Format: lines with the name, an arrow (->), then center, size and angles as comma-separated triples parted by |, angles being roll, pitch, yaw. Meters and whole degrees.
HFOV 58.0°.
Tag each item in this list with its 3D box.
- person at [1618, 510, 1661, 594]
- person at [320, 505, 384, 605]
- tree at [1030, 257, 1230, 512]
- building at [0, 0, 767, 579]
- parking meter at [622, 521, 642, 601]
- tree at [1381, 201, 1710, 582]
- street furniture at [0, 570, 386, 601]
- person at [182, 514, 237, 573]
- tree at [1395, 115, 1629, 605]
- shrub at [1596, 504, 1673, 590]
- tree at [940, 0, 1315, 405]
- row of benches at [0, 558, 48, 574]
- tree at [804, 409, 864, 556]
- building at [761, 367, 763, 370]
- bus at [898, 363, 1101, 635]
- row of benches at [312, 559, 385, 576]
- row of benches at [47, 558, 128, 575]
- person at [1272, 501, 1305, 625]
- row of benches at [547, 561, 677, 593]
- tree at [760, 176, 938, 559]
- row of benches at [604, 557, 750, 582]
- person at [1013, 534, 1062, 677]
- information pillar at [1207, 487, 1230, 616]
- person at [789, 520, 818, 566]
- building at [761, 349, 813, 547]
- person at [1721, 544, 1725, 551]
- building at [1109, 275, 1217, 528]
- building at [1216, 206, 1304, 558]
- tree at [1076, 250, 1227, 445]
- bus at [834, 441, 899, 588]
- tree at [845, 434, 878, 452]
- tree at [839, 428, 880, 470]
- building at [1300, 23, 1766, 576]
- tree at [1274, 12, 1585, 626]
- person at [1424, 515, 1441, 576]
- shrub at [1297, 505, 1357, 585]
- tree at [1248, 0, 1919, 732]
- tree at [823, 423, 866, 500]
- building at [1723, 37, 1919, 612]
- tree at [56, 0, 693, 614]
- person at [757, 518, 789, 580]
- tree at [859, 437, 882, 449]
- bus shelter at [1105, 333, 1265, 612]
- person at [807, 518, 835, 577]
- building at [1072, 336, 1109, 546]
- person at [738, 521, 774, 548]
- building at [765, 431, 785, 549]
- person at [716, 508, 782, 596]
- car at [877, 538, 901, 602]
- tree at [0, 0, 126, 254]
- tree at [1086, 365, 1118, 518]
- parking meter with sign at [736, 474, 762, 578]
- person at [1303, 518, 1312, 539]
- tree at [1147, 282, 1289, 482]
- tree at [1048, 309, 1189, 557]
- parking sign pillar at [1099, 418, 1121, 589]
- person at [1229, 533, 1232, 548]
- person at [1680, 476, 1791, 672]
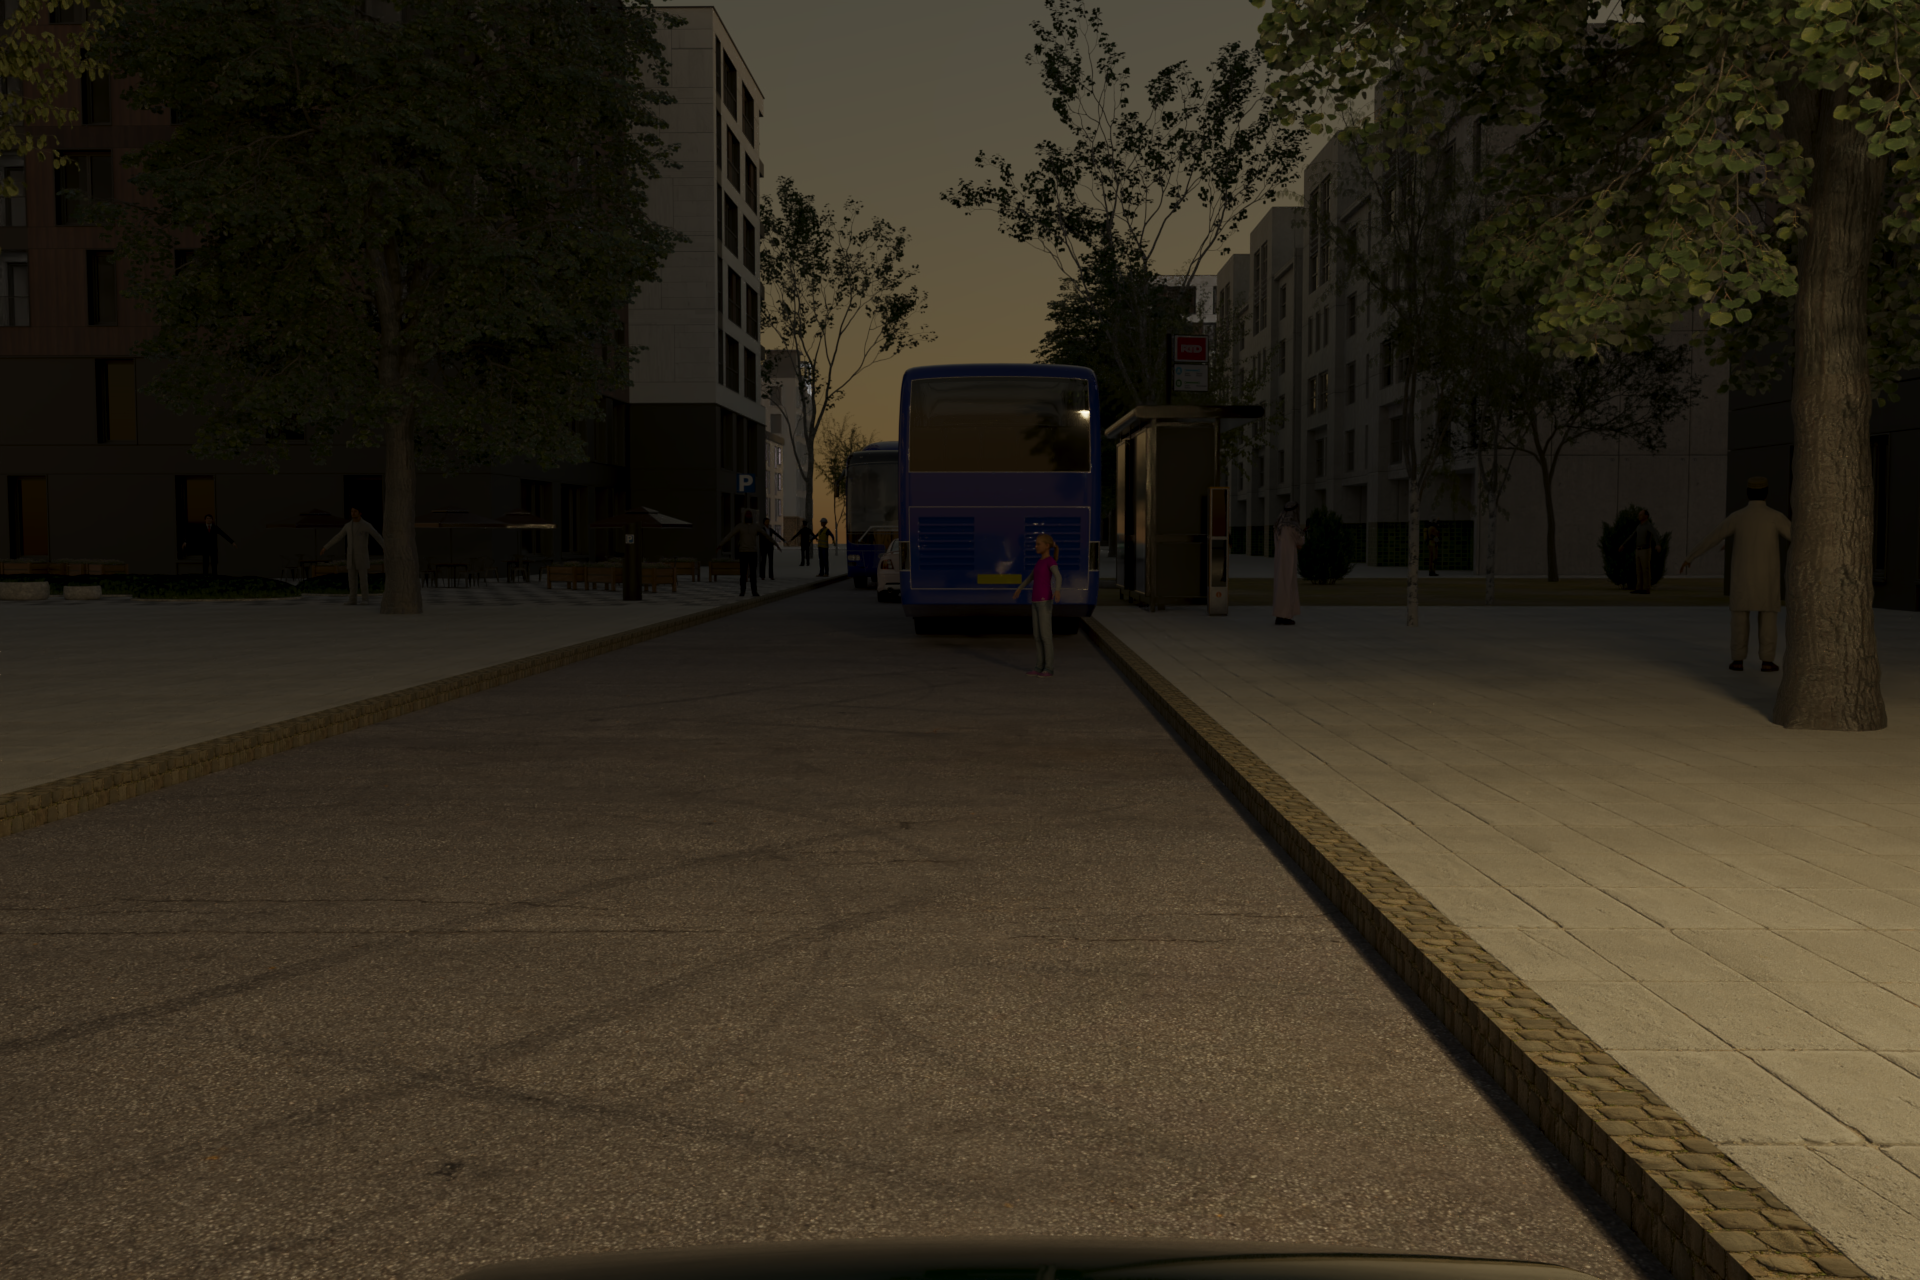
person -> 14.598, -1.883, 37.063 | 0.705, 1.796, 1.348 | -1, 4, -15
person -> -10.911, -1.538, 31.326 | 1.347, 1.806, 0.705 | 1, 4, 11
tree -> 7.772, -10.553, 79.204 | 9.857, 13.997, 8.962 | 0, 3, 0
building -> -23.510, -13.558, 65.652 | 27.936, 21.610, 32.646 | 0, 4, 2
parking meter -> -6.337, -1.533, 33.470 | 0.372, 1.533, 0.369 | 0, 3, 0
tree -> 15.907, -6.858, 46.542 | 8.767, 10.594, 7.601 | -1, 4, -9
street furniture -> -16.608, -1.227, 35.682 | 10.072, 0.657, 5.734 | 0, 4, -4
person -> -19.945, -2.437, 46.033 | 1.347, 1.806, 0.705 | -2, 4, -26
tree -> 9.426, -4.951, 31.312 | 4.360, 8.622, 3.978 | 0, 3, 0
shrub -> 15.589, -2.179, 40.047 | 1.690, 2.028, 1.600 | 0, 3, 0
tree -> 5.455, -12.664, 62.941 | 12.611, 20.169, 13.585 | 0, 3, 0
row of benches -> -25.698, -1.845, 45.636 | 4.104, 0.672, 1.422 | 1, 4, 23
tree -> -7.548, -9.317, 102.693 | 4.360, 8.622, 3.978 | 0, 3, 0
building -> -24.786, -20.844, 197.219 | 16.016, 20.090, 11.380 | 0, 4, 1
bus -> 0.555, -2.201, 27.530 | 2.896, 3.916, 12.251 | 0, 4, 1
row of benches -> -14.729, -1.676, 42.869 | 1.422, 0.672, 4.104 | 0, 4, 7
row of benches -> -22.009, -1.728, 43.717 | 1.422, 0.672, 4.104 | -3, 5, -45
person -> 4.651, -1.087, 24.489 | 0.621, 1.740, 0.551 | -3, 4, -37
row of benches -> -7.857, -1.448, 39.130 | 4.104, 0.672, 1.422 | 3, 5, 42
tree -> -7.469, -14.347, 90.465 | 12.611, 20.169, 13.585 | 0, 3, 0
row of benches -> -7.659, -1.903, 46.576 | 4.104, 0.672, 1.422 | 0, 4, 6
person -> 0.781, -0.348, 17.414 | 0.599, 1.433, 0.991 | -2, 4, -23
information pillar -> 4.044, -1.385, 27.143 | 0.304, 2.012, 0.304 | 0, 4, 1
person -> -6.236, -3.893, 69.582 | 1.347, 1.837, 0.705 | -2, 4, -33
building -> -21.629, -19.712, 178.708 | 16.016, 20.090, 11.380 | 0, 4, 2
person -> 17.860, -2.032, 39.357 | 1.347, 1.817, 0.704 | -2, 4, -25
building -> 26.979, -18.897, 152.947 | 27.936, 21.610, 32.646 | 0, 4, 1
building -> 25.399, -14.409, 102.046 | 16.747, 18.905, 31.486 | 0, 4, 1
tree -> 4.758, -5.843, 45.898 | 4.360, 8.622, 3.978 | 0, 3, 0
bus -> -1.573, -3.536, 49.366 | 2.896, 3.916, 12.251 | 0, 4, 1
tree -> -7.119, -10.763, 126.338 | 4.360, 8.622, 3.978 | 0, 3, 0
tree -> -6.789, -10.360, 119.748 | 4.360, 8.622, 3.978 | 0, 3, 0
building -> 24.720, -12.370, 68.700 | 16.747, 18.905, 31.486 | 0, 4, 1
tree -> 6.093, -4.502, 23.978 | 4.360, 8.622, 3.978 | 0, 3, 0
person -> 14.502, -2.886, 52.954 | 0.705, 1.858, 1.354 | 1, 4, 8
shrub -> 9.244, -2.449, 44.086 | 1.661, 2.075, 1.752 | 0, 3, 0
tree -> 5.807, -6.385, 11.045 | 9.857, 13.997, 8.962 | 0, 3, 0
tree -> -7.059, -10.001, 113.873 | 4.737, 8.622, 4.395 | 0, 3, 0
building -> 26.019, -10.708, 19.051 | 27.936, 21.610, 32.646 | 0, 4, 2
tree -> -8.949, -7.403, 27.696 | 9.857, 13.997, 8.962 | 0, 3, 0
person -> -5.346, -2.538, 48.224 | 1.216, 1.740, 0.721 | -2, 4, -24
tree -> -6.859, -11.151, 132.676 | 4.737, 8.622, 4.395 | 0, 3, 0
bus shelter -> 3.924, -3.352, 32.435 | 2.179, 5.291, 8.768 | 0, 4, 0
person -> -4.143, -2.776, 51.844 | 1.216, 1.772, 0.721 | 3, 5, 43
building -> 25.820, -21.473, 195.065 | 27.936, 21.610, 32.646 | 0, 4, 1
person -> -6.851, -3.206, 58.561 | 1.346, 1.812, 0.704 | -1, 4, -17
building -> -19.948, -12.856, 152.335 | 9.099, 9.664, 28.070 | 0, 4, 1
person -> -4.350, -1.805, 35.648 | 1.348, 1.813, 0.705 | -1, 4, -13
car -> -0.782, -1.558, 37.842 | 2.083, 1.381, 4.827 | 0, 4, 2
tree -> -8.887, -3.831, 12.997 | 4.737, 8.622, 4.395 | 0, 3, 0
tree -> 7.927, -11.694, 109.320 | 7.486, 12.596, 7.792 | 0, 3, 0
parking meter with sign -> -6.126, -3.337, 50.816 | 0.543, 3.016, 1.738 | 0, 4, 3
person -> 11.537, -3.104, 56.902 | 1.345, 1.843, 0.704 | 2, 4, 32
tree -> 7.478, -6.194, 51.641 | 4.737, 8.622, 4.395 | 0, 3, 0
tree -> 8.544, -11.548, 95.465 | 9.857, 13.997, 8.962 | 0, 3, 0
parking sign pillar -> 3.952, -3.216, 41.057 | 1.447, 3.967, 1.447 | 0, 4, 2
person -> 6.886, -2.444, 46.186 | 0.704, 1.802, 1.346 | 3, 5, 44
person -> 7.457, -0.620, 16.232 | 1.344, 1.819, 0.704 | 2, 4, 30
